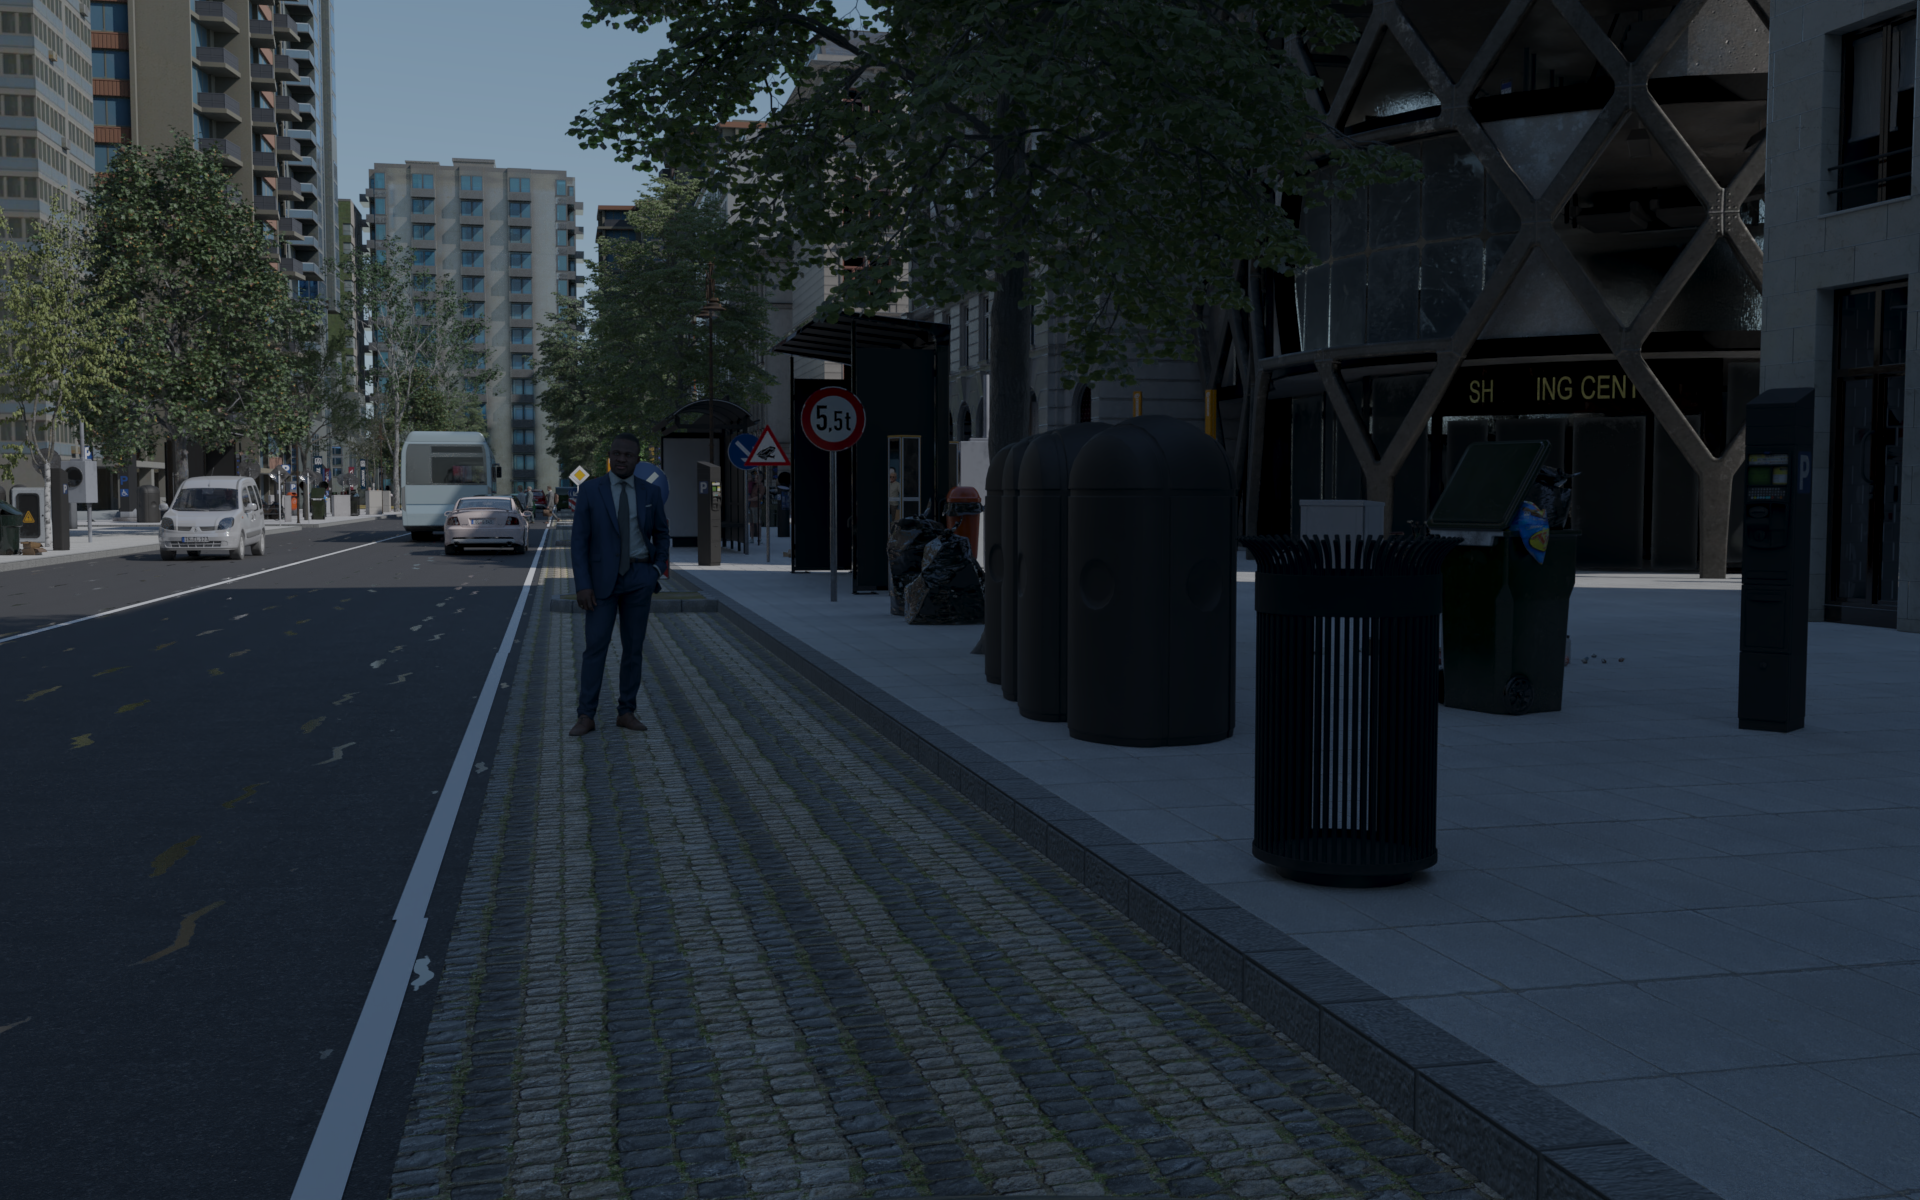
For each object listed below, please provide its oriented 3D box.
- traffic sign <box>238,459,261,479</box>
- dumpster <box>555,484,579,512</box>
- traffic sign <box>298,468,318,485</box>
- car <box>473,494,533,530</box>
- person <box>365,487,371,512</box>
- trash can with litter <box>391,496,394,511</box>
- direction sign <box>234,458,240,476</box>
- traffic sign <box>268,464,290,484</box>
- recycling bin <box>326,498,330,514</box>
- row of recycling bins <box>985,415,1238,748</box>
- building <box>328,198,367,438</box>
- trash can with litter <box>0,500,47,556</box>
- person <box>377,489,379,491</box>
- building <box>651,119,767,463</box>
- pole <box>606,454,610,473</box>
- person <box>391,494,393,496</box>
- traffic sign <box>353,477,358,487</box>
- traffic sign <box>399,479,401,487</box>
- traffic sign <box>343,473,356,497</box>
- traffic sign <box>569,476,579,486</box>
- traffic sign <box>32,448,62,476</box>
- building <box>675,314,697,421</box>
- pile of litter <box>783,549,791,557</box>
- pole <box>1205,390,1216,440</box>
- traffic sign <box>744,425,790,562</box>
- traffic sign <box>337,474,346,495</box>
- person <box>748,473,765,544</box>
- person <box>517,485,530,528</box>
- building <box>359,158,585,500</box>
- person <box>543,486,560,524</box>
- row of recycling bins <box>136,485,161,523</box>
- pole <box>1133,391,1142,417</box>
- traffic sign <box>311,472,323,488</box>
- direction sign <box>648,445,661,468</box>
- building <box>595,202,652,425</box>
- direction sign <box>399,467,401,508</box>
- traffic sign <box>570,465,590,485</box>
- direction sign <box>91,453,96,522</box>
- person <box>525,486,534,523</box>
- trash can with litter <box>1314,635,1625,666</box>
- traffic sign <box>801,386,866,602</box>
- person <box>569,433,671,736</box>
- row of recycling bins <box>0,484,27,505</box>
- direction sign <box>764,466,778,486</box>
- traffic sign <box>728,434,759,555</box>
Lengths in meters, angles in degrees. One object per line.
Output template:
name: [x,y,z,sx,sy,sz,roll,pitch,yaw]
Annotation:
traffic sign: [-25.622,-3.816,62.494,0.768,2.556,0.104,-1,4,-12]
dumpster: [-30.389,-7.911,134.298,1.985,2.255,1.502,-1,4,-15]
traffic sign: [-28.381,-4.478,75.403,0.795,2.593,0.064,-1,4,-13]
car: [-12.923,-2.349,48.196,2.009,1.686,4.222,-1,4,-13]
person: [-42.516,-7.229,124.637,0.834,1.777,0.661,-2,4,-25]
trash can with litter: [-44.386,-7.536,134.273,2.233,1.210,1.678,-2,4,-35]
direction sign: [-45.061,-7.075,107.676,0.876,3.537,0.379,-2,4,-28]
traffic sign: [-26.580,-4.002,67.623,0.795,2.593,0.064,-1,4,-13]
recycling bin: [-41.239,-6.089,112.102,0.722,1.027,0.722,0,4,-1]
row of recycling bins: [0.772,-0.203,10.436,1.069,1.692,3.534,-1,4,-8]
building: [-90.500,-34.047,240.263,14.086,41.232,14.154,-1,4,-13]
trash can with litter: [-19.741,-1.527,36.349,1.055,1.170,0.624,0,4,-1]
person: [-61.534,-10.828,183.048,1.348,1.831,0.705,-2,4,-28]
building: [-24.470,-33.784,206.995,22.147,44.769,28.867,-1,4,-13]
pole: [-17.282,-5.592,85.271,0.158,3.312,0.155,0,3,0]
person: [-62.258,-11.033,189.627,0.799,1.438,0.628,1,4,15]
traffic sign: [-41.377,-7.211,118.013,0.768,2.556,0.104,-1,4,-12]
traffic sign: [-44.944,-8.544,139.800,0.768,2.556,0.104,0,4,-5]
traffic sign: [-36.746,-6.373,104.303,0.768,2.556,0.104,-1,4,-11]
traffic sign: [-17.177,-4.635,77.966,0.795,2.593,0.064,-1,4,-13]
traffic sign: [-25.251,-2.924,47.917,0.768,2.556,0.104,-1,4,-9]
building: [-15.018,-20.501,180.233,27.650,21.520,28.899,-1,4,-13]
pile of litter: [-2.942,-1.291,35.072,1.176,0.858,1.719,-1,4,-21]
pole: [4.903,-2.453,33.944,0.158,3.312,0.155,0,3,0]
traffic sign: [-3.608,-1.988,32.507,0.884,2.594,0.081,-1,4,-12]
traffic sign: [-38.164,-6.550,107.190,0.768,2.556,0.104,0,4,-5]
person: [-5.362,-2.379,44.912,0.580,1.828,0.573,-1,4,-19]
person: [-17.088,-3.582,67.411,0.624,1.780,0.694,2,4,25]
building: [-69.710,-38.544,249.798,30.456,49.044,23.786,-1,4,-13]
person: [-19.546,-4.548,82.832,0.822,1.834,0.622,-1,4,-15]
row of recycling bins: [-36.729,-4.359,78.383,1.069,1.692,3.534,-2,4,-24]
pole: [3.529,-2.485,34.473,0.158,3.312,0.155,0,3,0]
traffic sign: [-36.361,-5.972,97.741,0.768,2.556,0.104,-1,4,-11]
direction sign: [-14.070,-5.398,80.258,0.379,3.537,0.876,3,5,42]
building: [-40.384,-36.748,255.450,28.867,44.769,22.147,-1,4,-13]
direction sign: [-46.075,-9.211,142.598,0.379,3.537,0.876,-1,4,-14]
traffic sign: [-15.377,-4.159,70.185,0.795,2.593,0.064,-1,4,-13]
direction sign: [-40.237,-5.388,80.095,0.876,3.537,0.379,3,5,41]
person: [-21.039,-4.625,84.297,0.590,1.801,0.661,0,4,-1]
trash can with litter: [3.834,-0.143,13.401,2.233,1.210,1.678,3,4,38]
traffic sign: [-1.504,-1.253,20.597,0.768,2.556,0.104,-1,4,-9]
person: [-2.081,-0.109,10.472,0.721,1.800,0.419,-2,4,-32]
row of recycling bins: [-41.610,-4.092,74.017,3.534,1.692,1.069,0,4,-6]
direction sign: [-10.342,-6.285,94.758,0.876,3.537,0.379,-3,5,-40]
traffic sign: [-4.507,-2.230,36.563,0.768,2.556,0.104,-1,4,-10]
